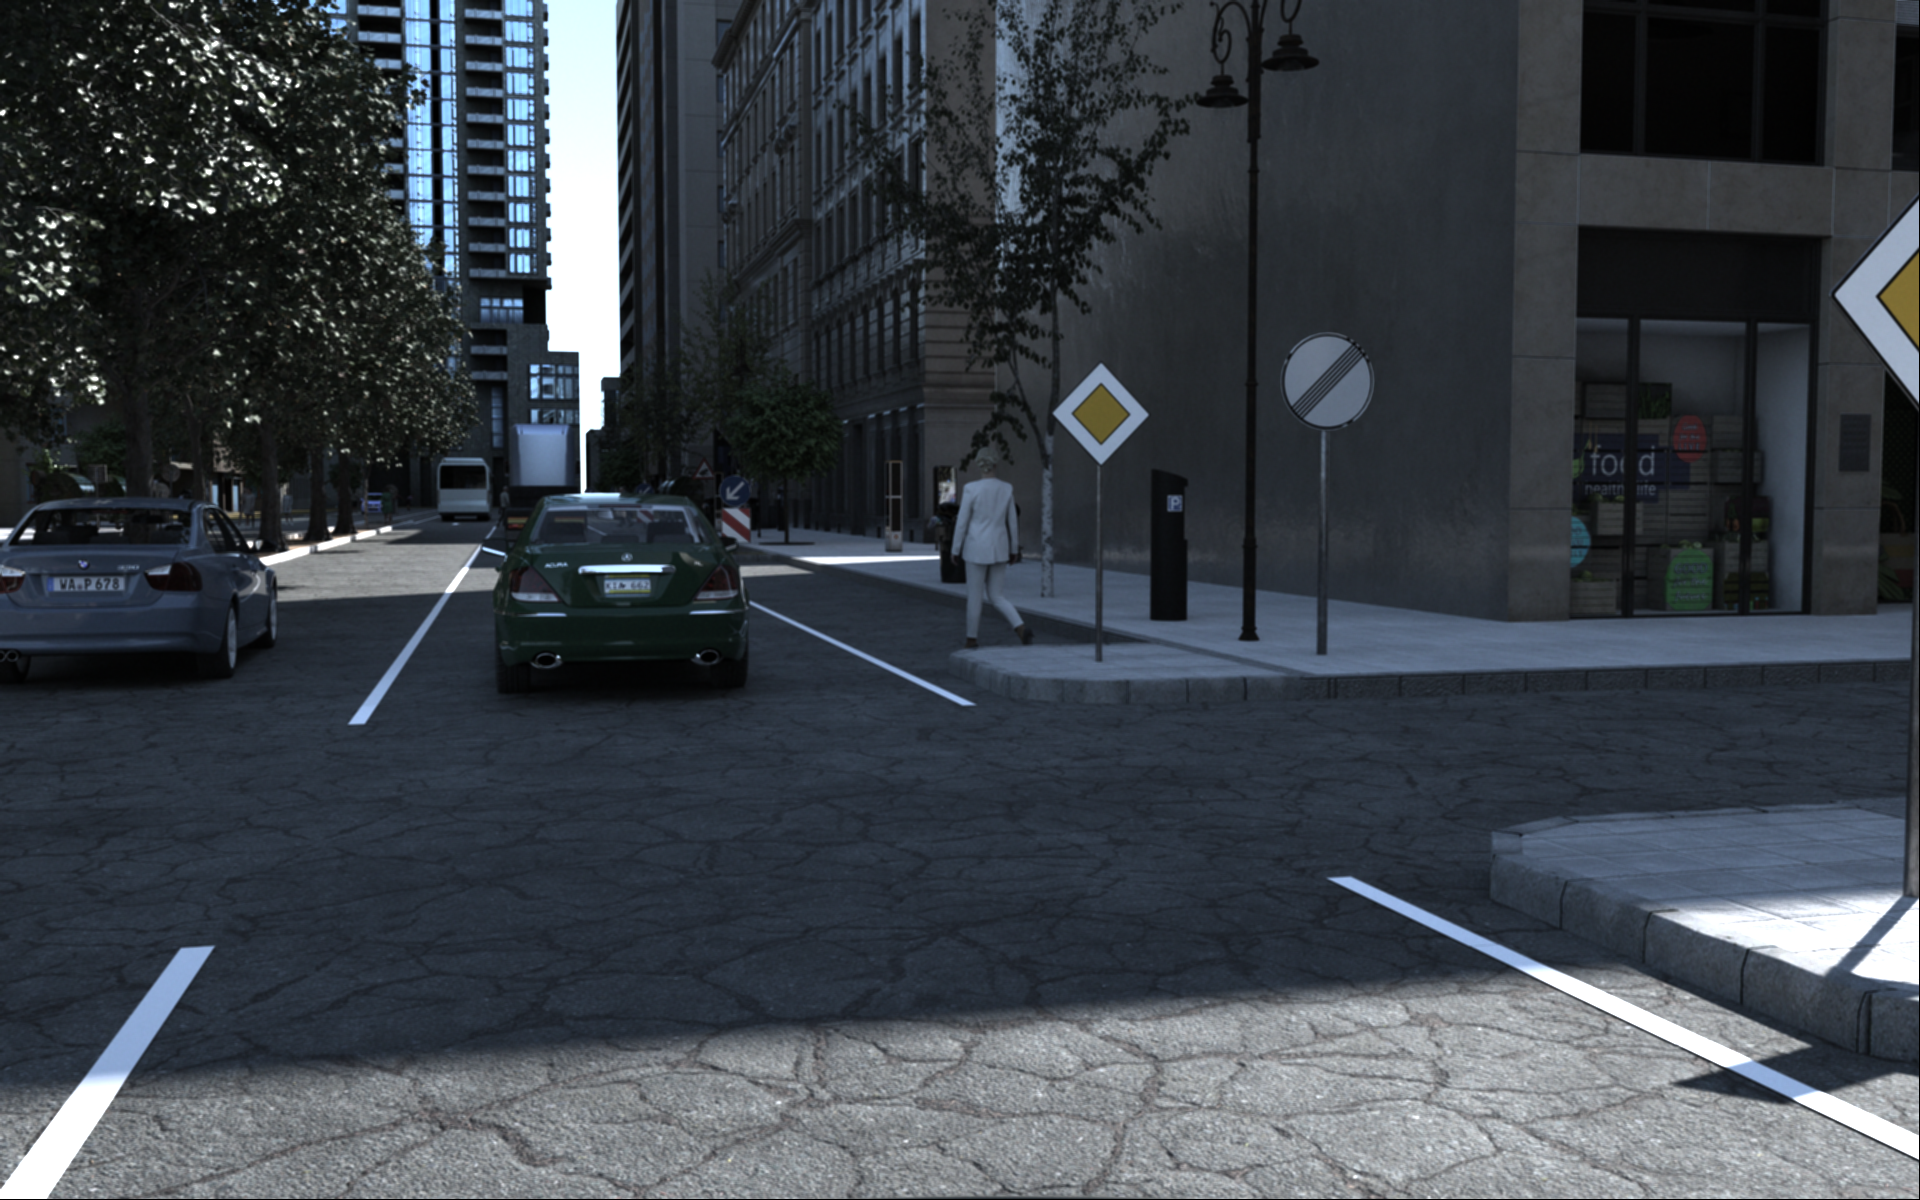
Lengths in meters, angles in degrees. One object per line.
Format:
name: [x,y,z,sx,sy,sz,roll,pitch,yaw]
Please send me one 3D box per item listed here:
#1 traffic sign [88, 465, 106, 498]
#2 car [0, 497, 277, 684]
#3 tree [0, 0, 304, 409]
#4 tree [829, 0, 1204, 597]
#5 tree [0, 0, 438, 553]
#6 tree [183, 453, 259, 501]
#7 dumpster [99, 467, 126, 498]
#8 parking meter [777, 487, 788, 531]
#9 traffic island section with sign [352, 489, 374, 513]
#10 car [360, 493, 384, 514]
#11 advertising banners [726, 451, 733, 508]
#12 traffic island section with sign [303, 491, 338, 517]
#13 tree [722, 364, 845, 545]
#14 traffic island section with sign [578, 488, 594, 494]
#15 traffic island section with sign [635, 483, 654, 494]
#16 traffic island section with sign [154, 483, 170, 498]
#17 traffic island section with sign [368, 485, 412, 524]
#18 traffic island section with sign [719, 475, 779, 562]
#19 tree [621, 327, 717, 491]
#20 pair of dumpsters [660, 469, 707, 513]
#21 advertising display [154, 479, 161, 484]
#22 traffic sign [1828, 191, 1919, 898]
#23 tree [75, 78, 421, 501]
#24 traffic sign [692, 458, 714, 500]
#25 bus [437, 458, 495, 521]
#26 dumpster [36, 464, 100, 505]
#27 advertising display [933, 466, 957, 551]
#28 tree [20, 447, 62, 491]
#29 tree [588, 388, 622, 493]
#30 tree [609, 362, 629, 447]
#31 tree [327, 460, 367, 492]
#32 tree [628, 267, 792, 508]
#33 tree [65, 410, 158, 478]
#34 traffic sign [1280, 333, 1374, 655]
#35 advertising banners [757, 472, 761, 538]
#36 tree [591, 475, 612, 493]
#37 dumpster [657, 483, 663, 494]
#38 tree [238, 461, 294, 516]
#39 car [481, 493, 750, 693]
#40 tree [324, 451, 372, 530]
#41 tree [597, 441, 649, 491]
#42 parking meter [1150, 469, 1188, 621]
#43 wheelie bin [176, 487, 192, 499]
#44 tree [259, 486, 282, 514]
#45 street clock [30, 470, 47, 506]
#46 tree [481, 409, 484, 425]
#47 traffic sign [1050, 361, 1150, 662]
traffic sign: [-30.219,-3.581,60.673,0.606,2.300,0.079,0,4,-7]
car: [-6.849,-0.153,14.509,2.014,1.417,4.499,-1,4,-15]
tree: [-9.680,-6.417,14.031,9.857,13.997,8.962,0,3,0]
tree: [0.859,-4.345,21.399,4.360,8.622,3.978,0,3,0]
tree: [-16.975,-7.516,42.344,9.611,12.733,9.660,0,3,0]
tree: [-37.617,-8.280,85.748,4.737,8.622,4.395,0,3,0]
dumpster: [-30.567,-3.645,62.091,1.502,2.255,1.985,-1,4,-14]
parking meter: [-6.169,-3.176,60.336,0.372,1.533,0.369,0,3,0]
traffic island section with sign: [-46.473,-7.670,134.026,1.989,1.847,2.006,-1,4,-14]
car: [-41.581,-6.942,123.087,1.945,1.707,3.694,-1,4,-15]
advertising banners: [-8.813,-4.296,66.421,0.090,3.025,2.074,0,4,-1]
traffic island section with sign: [-39.804,-6.072,107.905,1.989,1.847,2.006,-1,4,-14]
tree: [-4.433,-3.700,44.203,4.285,4.588,4.351,0,3,0]
traffic island section with sign: [-24.132,-6.328,112.083,1.989,1.847,2.006,-1,4,-14]
traffic island section with sign: [-11.674,-3.343,63.280,1.989,1.847,2.006,-1,4,-14]
traffic island section with sign: [-27.405,-3.096,59.254,1.989,1.847,2.006,-1,4,-14]
traffic island section with sign: [-27.400,-4.593,83.233,2.006,1.907,1.989,-1,4,-14]
traffic island section with sign: [-5.017,-1.745,37.157,1.989,1.847,2.006,-1,4,-14]
tree: [-12.679,-7.686,76.032,4.360,8.622,3.978,0,3,0]
pair of dumpsters: [-10.996,-4.065,68.951,1.574,2.255,4.437,-1,4,-14]
advertising display: [-34.189,-4.160,73.225,0.974,1.923,0.123,1,4,22]
traffic sign: [3.035,-0.111,5.464,0.795,2.450,0.064,-1,4,-14]
tree: [-14.879,-5.939,33.974,8.767,10.594,7.601,-1,4,-14]
traffic sign: [-9.117,-3.780,61.811,0.884,2.594,0.081,-1,4,-12]
bus: [-27.056,-6.124,94.984,2.948,3.499,13.247,-1,4,-14]
dumpster: [-29.216,-3.301,56.459,1.502,2.255,1.985,-1,4,-14]
advertising display: [-0.339,-2.106,39.653,0.123,1.923,0.974,2,4,26]
tree: [-32.725,-4.131,62.145,1.663,3.219,1.824,0,3,0]
tree: [-23.783,-10.383,120.123,4.360,8.622,3.978,0,3,0]
tree: [-16.481,-8.638,91.591,4.737,8.622,4.395,0,3,0]
tree: [-52.592,-10.091,148.700,4.285,4.588,4.351,0,3,0]
tree: [-7.237,-6.426,55.420,4.737,8.622,4.395,0,3,0]
tree: [-33.067,-5.138,67.728,4.285,4.588,4.351,0,3,0]
traffic sign: [2.895,-0.836,13.777,0.768,2.556,0.104,-1,4,-9]
advertising banners: [-5.982,-3.391,51.631,0.090,3.025,2.074,0,4,-5]
tree: [-29.788,-9.196,144.958,1.663,3.219,1.824,0,3,0]
dumpster: [-11.948,-4.070,72.305,1.264,1.857,1.865,-1,4,-14]
tree: [-41.329,-7.314,103.297,4.285,4.588,4.351,0,3,0]
car: [-2.799,-0.137,14.043,2.131,1.459,4.920,-1,4,-13]
tree: [-23.746,-7.109,69.054,4.360,8.622,3.978,0,3,0]
tree: [-21.086,-7.631,108.476,4.285,4.588,4.351,0,3,0]
parking meter: [2.128,-0.564,17.630,0.372,1.533,0.369,0,3,0]
wheelie bin: [-34.733,-4.260,77.564,0.693,1.594,0.980,-2,4,-26]
tree: [-43.750,-9.816,110.850,4.737,8.622,4.395,0,3,0]
street clock: [-28.074,-2.950,52.800,0.471,2.002,0.358,2,4,28]
tree: [-19.586,-8.138,52.530,9.611,12.733,9.660,0,3,0]
traffic sign: [1.061,-0.585,13.202,0.795,2.450,0.064,-1,4,-14]
